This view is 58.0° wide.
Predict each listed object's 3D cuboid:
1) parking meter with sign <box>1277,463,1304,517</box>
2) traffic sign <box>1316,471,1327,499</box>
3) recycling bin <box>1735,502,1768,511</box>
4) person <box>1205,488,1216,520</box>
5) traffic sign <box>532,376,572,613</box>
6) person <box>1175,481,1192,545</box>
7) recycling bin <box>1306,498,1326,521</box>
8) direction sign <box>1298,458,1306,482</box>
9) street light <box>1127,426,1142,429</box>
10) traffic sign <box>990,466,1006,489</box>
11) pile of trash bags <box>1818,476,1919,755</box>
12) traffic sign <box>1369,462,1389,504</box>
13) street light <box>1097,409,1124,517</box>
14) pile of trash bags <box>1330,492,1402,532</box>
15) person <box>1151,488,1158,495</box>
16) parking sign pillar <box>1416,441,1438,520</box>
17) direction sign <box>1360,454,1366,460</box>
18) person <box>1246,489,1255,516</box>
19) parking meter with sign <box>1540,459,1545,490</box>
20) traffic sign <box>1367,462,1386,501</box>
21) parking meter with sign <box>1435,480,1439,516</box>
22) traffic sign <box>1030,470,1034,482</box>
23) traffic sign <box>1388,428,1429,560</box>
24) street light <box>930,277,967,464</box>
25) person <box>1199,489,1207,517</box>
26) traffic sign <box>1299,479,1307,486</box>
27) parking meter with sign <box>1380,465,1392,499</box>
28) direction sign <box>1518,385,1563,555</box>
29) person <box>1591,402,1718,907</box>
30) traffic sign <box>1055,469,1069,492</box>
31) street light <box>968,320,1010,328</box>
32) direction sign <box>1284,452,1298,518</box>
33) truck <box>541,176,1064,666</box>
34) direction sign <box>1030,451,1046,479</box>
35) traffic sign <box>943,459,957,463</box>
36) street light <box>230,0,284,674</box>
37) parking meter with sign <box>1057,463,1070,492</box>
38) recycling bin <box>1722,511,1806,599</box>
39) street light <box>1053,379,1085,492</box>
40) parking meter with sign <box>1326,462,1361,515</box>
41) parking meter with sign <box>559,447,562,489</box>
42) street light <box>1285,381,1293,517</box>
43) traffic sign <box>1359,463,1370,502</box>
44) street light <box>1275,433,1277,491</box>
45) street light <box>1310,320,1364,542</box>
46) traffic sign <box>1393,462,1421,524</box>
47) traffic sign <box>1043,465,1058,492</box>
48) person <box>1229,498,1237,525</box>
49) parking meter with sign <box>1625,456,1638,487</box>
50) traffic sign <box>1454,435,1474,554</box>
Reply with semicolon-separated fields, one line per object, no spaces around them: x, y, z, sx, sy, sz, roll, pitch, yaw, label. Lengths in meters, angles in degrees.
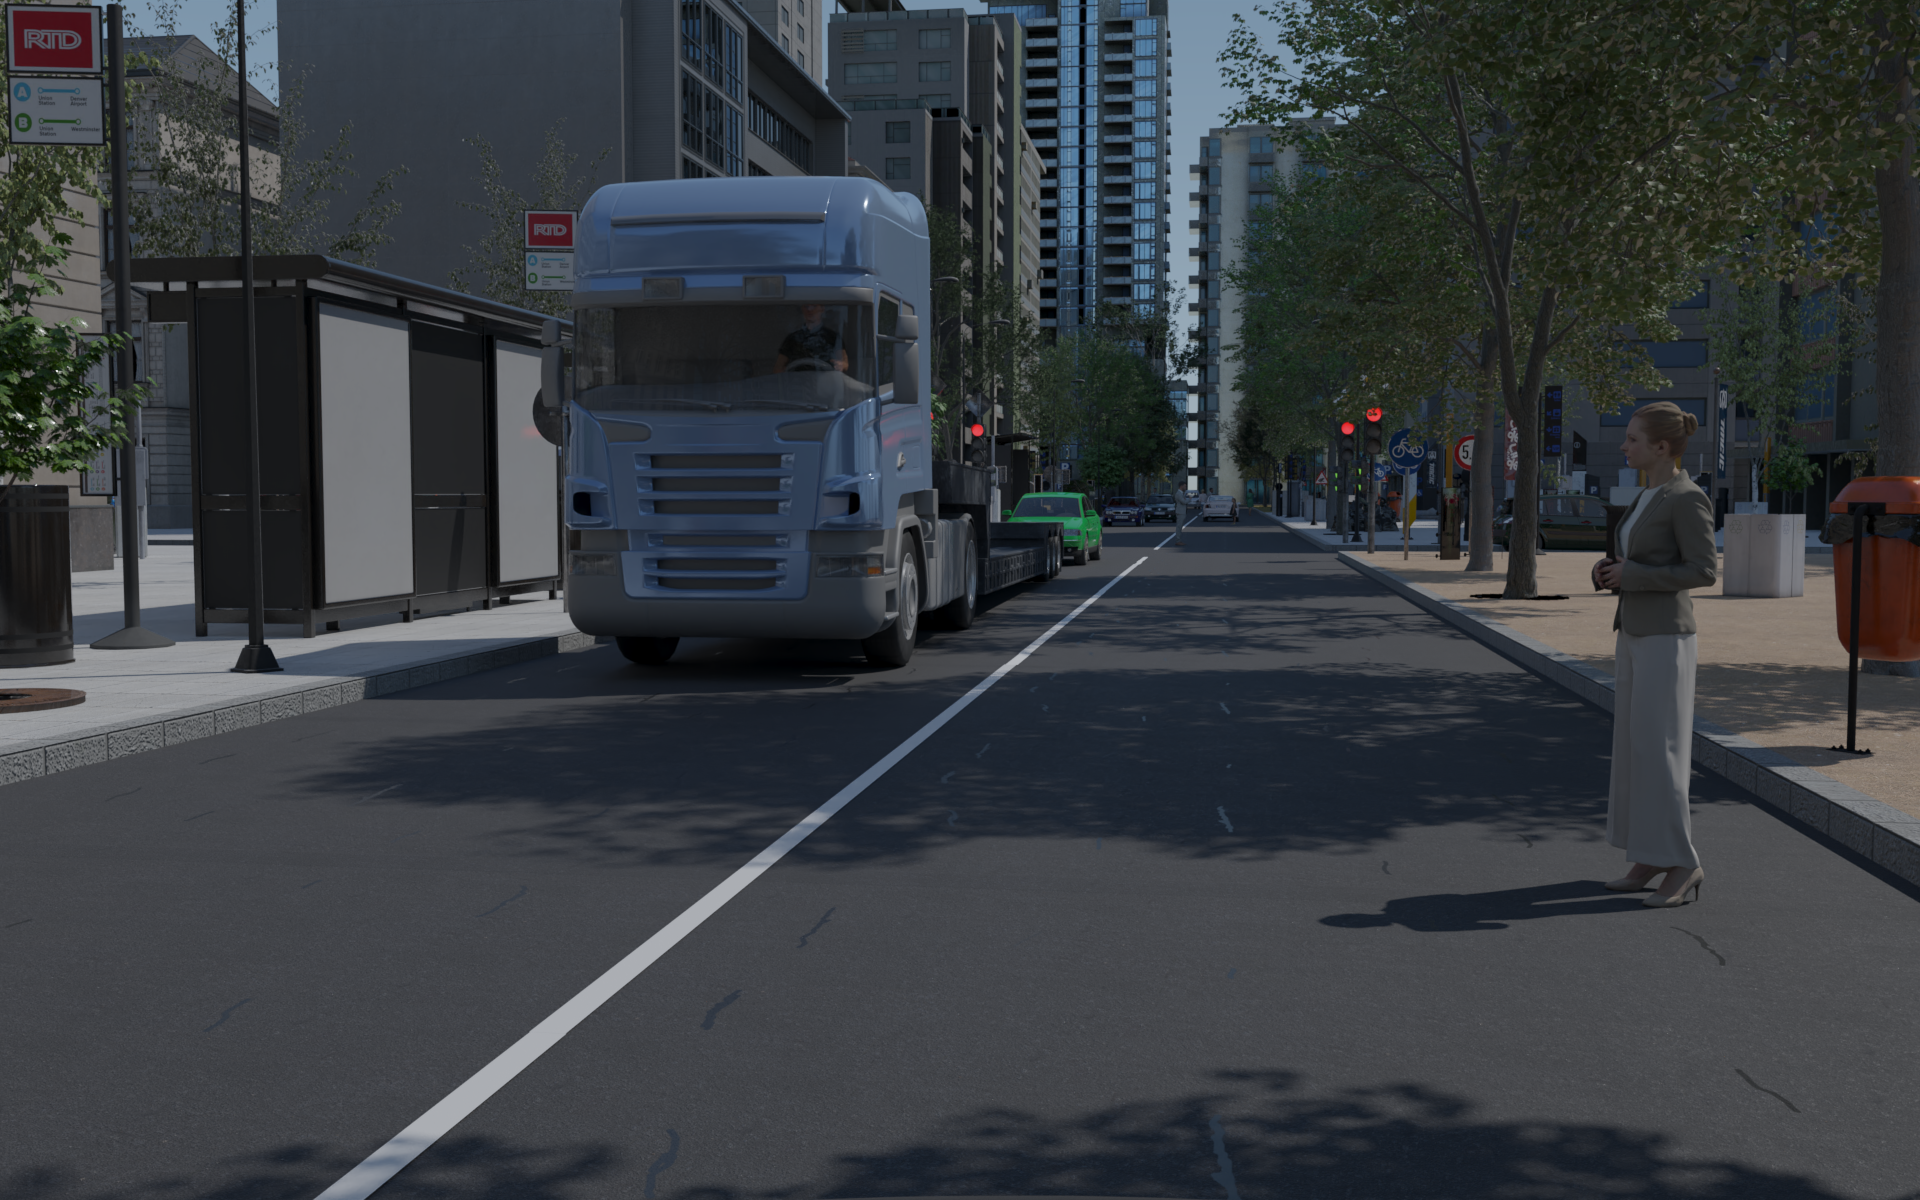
18.732;-6.176;97.232;1.738;3.016;0.543;2;4;27;parking meter with sign
19.810;-5.803;94.876;0.884;2.594;0.081;1;4;17;traffic sign
24.674;-2.537;54.033;0.722;1.027;0.722;-3;4;-38;recycling bin
13.905;-5.356;96.344;0.850;1.792;0.678;2;4;28;person
-4.254;-1.136;18.673;0.768;2.556;0.104;1;4;11;traffic sign
6.252;-2.434;48.477;0.466;1.800;0.511;0;4;5;person
16.821;-4.237;81.835;0.722;1.027;0.722;2;4;34;recycling bin
21.249;-7.132;108.606;0.876;3.537;0.379;2;4;27;direction sign
11.766;-8.954;118.941;1.470;5.913;1.316;1;4;9;street light
1.390;-3.758;63.565;0.606;2.300;0.079;1;4;17;traffic sign
5.302;0.141;7.454;1.912;1.369;3.447;-2;4;-28;pile of trash bags
17.064;-4.332;70.839;0.884;2.594;0.081;1;4;13;traffic sign
8.148;-7.483;94.882;1.470;5.913;1.316;1;4;9;street light
14.341;-3.067;59.903;1.912;1.369;3.447;3;5;41;pile of trash bags
11.173;-5.561;99.604;0.511;1.800;0.466;1;4;15;person
23.631;-6.068;87.690;1.447;3.967;1.447;-3;5;-42;parking sign pillar
22.753;-6.500;98.274;0.379;3.537;0.876;-1;4;-22;direction sign
19.286;-6.509;115.173;0.600;1.795;0.529;2;4;24;person
28.695;-5.501;86.194;0.543;3.016;1.738;2;4;24;parking meter with sign
16.770;-4.267;69.870;0.768;2.556;0.104;1;4;10;traffic sign
25.072;-5.858;92.039;0.543;3.016;1.738;-2;4;-25;parking meter with sign
3.471;-5.427;88.838;0.768;2.556;0.104;1;4;17;traffic sign
8.655;-2.044;33.526;0.768;2.556;0.104;1;4;10;traffic sign
-0.725;-3.960;37.279;1.470;5.913;1.316;1;4;9;street light
15.431;-6.104;108.965;0.731;1.740;0.598;-1;4;-14;person
21.669;-6.754;110.427;0.884;2.594;0.081;1;4;15;traffic sign
25.727;-6.642;104.854;0.543;3.016;1.738;0;4;6;parking meter with sign
12.140;-2.711;36.329;0.876;3.537;0.379;1;4;19;direction sign
2.451;0.174;6.205;0.362;1.759;0.519;0;4;0;person
4.239;-4.268;71.918;0.606;2.300;0.079;1;4;9;traffic sign
0.636;-4.515;46.358;1.470;5.913;1.316;1;4;9;street light
17.758;-6.217;93.649;0.379;3.537;0.876;-1;4;-17;direction sign
-0.643;-1.937;21.432;2.967;4.110;18.799;0;4;8;truck
4.028;-6.008;90.225;0.876;3.537;0.379;-1;4;-10;direction sign
-0.403;-3.793;62.122;0.768;2.556;0.104;1;4;14;traffic sign
-4.555;-2.430;12.271;1.470;5.913;1.316;1;4;9;street light
5.569;-6.063;95.387;0.543;3.016;1.738;1;4;19;parking meter with sign
10.074;-0.560;21.708;0.722;1.027;0.722;-3;4;-39;recycling bin
4.359;-5.985;70.401;1.470;5.913;1.316;1;4;9;street light
20.368;-5.825;91.496;1.738;3.016;0.543;0;4;-6;parking meter with sign
-13.092;-3.519;53.796;0.543;3.016;1.738;3;5;40;parking meter with sign
13.946;-6.007;70.755;1.470;5.913;1.316;1;4;9;street light
16.815;-4.361;71.405;0.768;2.556;0.104;1;4;17;traffic sign
17.661;-7.508;95.296;1.470;5.913;1.316;1;4;9;street light
10.070;-4.505;46.203;1.470;5.913;1.316;1;4;9;street light
12.368;-2.929;47.989;0.768;2.556;0.104;1;4;16;traffic sign
4.048;-4.682;76.658;0.768;2.556;0.104;1;4;15;traffic sign
12.833;-4.171;81.362;0.373;1.253;0.362;0;4;7;person
26.982;-4.489;69.652;0.543;3.016;1.738;1;4;22;parking meter with sign
10.982;-2.268;37.180;0.768;2.556;0.104;1;4;18;traffic sign
